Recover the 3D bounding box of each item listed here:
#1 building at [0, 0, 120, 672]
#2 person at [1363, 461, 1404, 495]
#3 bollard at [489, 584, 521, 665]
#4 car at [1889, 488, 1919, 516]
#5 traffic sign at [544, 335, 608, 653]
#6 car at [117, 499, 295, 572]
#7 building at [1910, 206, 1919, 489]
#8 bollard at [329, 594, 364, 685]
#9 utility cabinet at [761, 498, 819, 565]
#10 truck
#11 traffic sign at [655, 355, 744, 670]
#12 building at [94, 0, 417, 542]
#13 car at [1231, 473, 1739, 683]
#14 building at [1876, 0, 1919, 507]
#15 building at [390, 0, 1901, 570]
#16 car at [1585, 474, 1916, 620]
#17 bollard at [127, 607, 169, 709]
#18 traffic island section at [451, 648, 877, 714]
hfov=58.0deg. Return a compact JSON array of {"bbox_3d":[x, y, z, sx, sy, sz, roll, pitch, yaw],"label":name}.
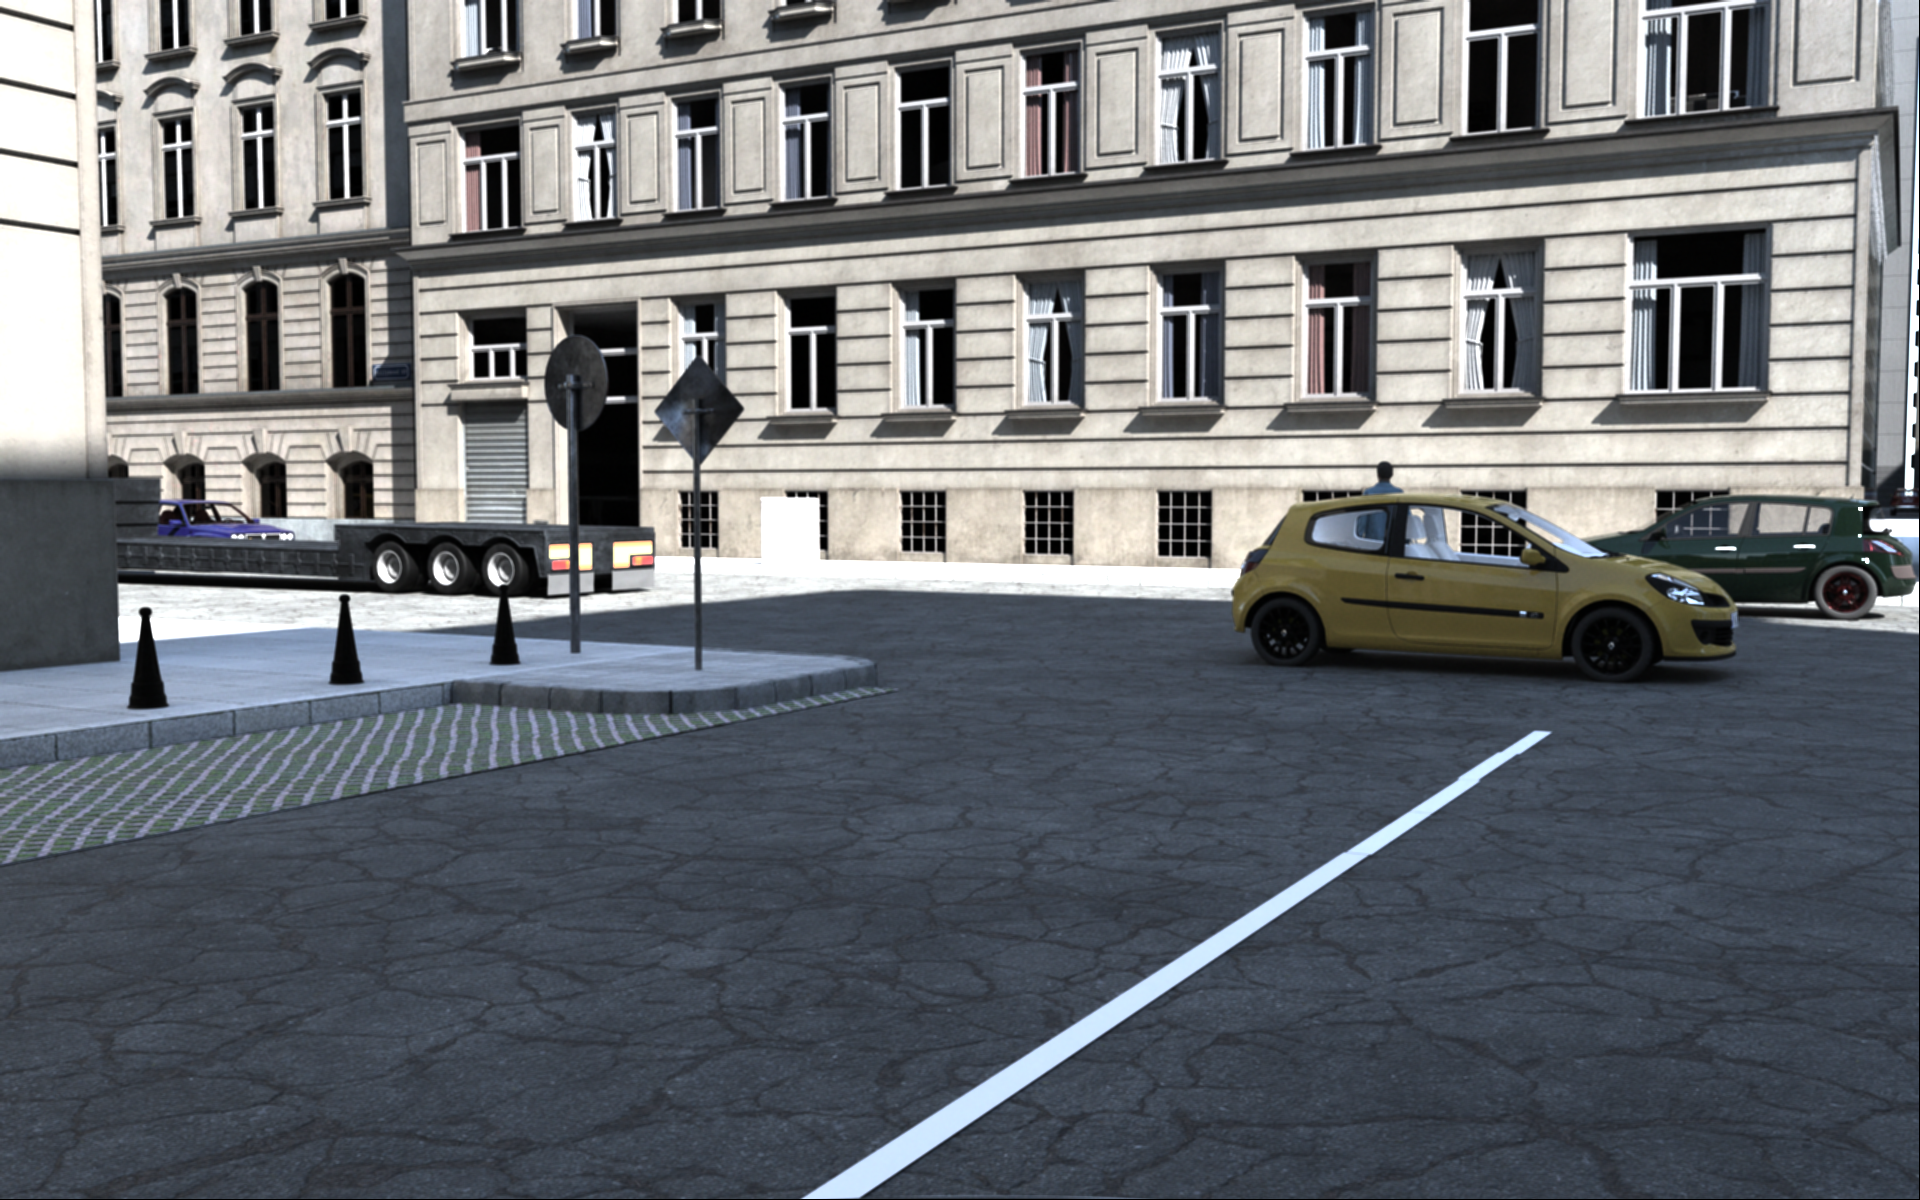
[{"bbox_3d":[-22.436,-10.995,13.060,30.059,22.955,16.112,2,4,29],"label":"building"},{"bbox_3d":[4.583,-0.604,18.713,0.601,1.785,0.444,1,4,10],"label":"person"},{"bbox_3d":[-3.443,0.181,13.088,0.229,0.601,0.229,0,3,0],"label":"bollard"},{"bbox_3d":[62.932,-6.499,114.927,2.281,1.827,5.304,2,4,29],"label":"car"},{"bbox_3d":[-3.109,-0.845,13.924,0.768,2.556,0.104,3,4,38],"label":"traffic sign"},{"bbox_3d":[-14.496,-1.247,32.970,3.894,1.354,1.945,2,4,30],"label":"car"},{"bbox_3d":[104.735,-33.241,167.195,21.600,48.544,21.300,2,4,29],"label":"building"},{"bbox_3d":[-4.170,0.262,11.751,0.229,0.601,0.229,0,3,0],"label":"bollard"},{"bbox_3d":[-3.075,-1.238,31.398,1.020,1.237,0.306,1,4,9],"label":"utility cabinet"},{"bbox_3d":[-13.374,-2.385,28.748,18.799,4.110,2.967,2,4,27],"label":"truck"},{"bbox_3d":[-1.904,-0.546,12.570,0.795,2.450,0.064,2,4,29],"label":"traffic sign"},{"bbox_3d":[-25.101,-14.261,52.246,34.723,24.649,14.460,2,4,29],"label":"building"},{"bbox_3d":[4.299,-0.255,14.392,3.980,1.641,2.015,2,4,29],"label":"car"},{"bbox_3d":[82.844,-38.978,179.295,28.212,58.520,21.231,2,4,29],"label":"building"},{"bbox_3d":[3.893,-12.480,37.324,30.059,22.955,16.112,2,4,29],"label":"building"},{"bbox_3d":[9.172,-0.682,20.942,4.222,1.686,2.009,2,4,27],"label":"car"},{"bbox_3d":[-4.895,0.344,10.424,0.229,0.601,0.229,0,3,0],"label":"bollard"},{"bbox_3d":[-1.929,0.589,12.644,2.009,0.180,2.903,2,4,29],"label":"traffic island section"}]
